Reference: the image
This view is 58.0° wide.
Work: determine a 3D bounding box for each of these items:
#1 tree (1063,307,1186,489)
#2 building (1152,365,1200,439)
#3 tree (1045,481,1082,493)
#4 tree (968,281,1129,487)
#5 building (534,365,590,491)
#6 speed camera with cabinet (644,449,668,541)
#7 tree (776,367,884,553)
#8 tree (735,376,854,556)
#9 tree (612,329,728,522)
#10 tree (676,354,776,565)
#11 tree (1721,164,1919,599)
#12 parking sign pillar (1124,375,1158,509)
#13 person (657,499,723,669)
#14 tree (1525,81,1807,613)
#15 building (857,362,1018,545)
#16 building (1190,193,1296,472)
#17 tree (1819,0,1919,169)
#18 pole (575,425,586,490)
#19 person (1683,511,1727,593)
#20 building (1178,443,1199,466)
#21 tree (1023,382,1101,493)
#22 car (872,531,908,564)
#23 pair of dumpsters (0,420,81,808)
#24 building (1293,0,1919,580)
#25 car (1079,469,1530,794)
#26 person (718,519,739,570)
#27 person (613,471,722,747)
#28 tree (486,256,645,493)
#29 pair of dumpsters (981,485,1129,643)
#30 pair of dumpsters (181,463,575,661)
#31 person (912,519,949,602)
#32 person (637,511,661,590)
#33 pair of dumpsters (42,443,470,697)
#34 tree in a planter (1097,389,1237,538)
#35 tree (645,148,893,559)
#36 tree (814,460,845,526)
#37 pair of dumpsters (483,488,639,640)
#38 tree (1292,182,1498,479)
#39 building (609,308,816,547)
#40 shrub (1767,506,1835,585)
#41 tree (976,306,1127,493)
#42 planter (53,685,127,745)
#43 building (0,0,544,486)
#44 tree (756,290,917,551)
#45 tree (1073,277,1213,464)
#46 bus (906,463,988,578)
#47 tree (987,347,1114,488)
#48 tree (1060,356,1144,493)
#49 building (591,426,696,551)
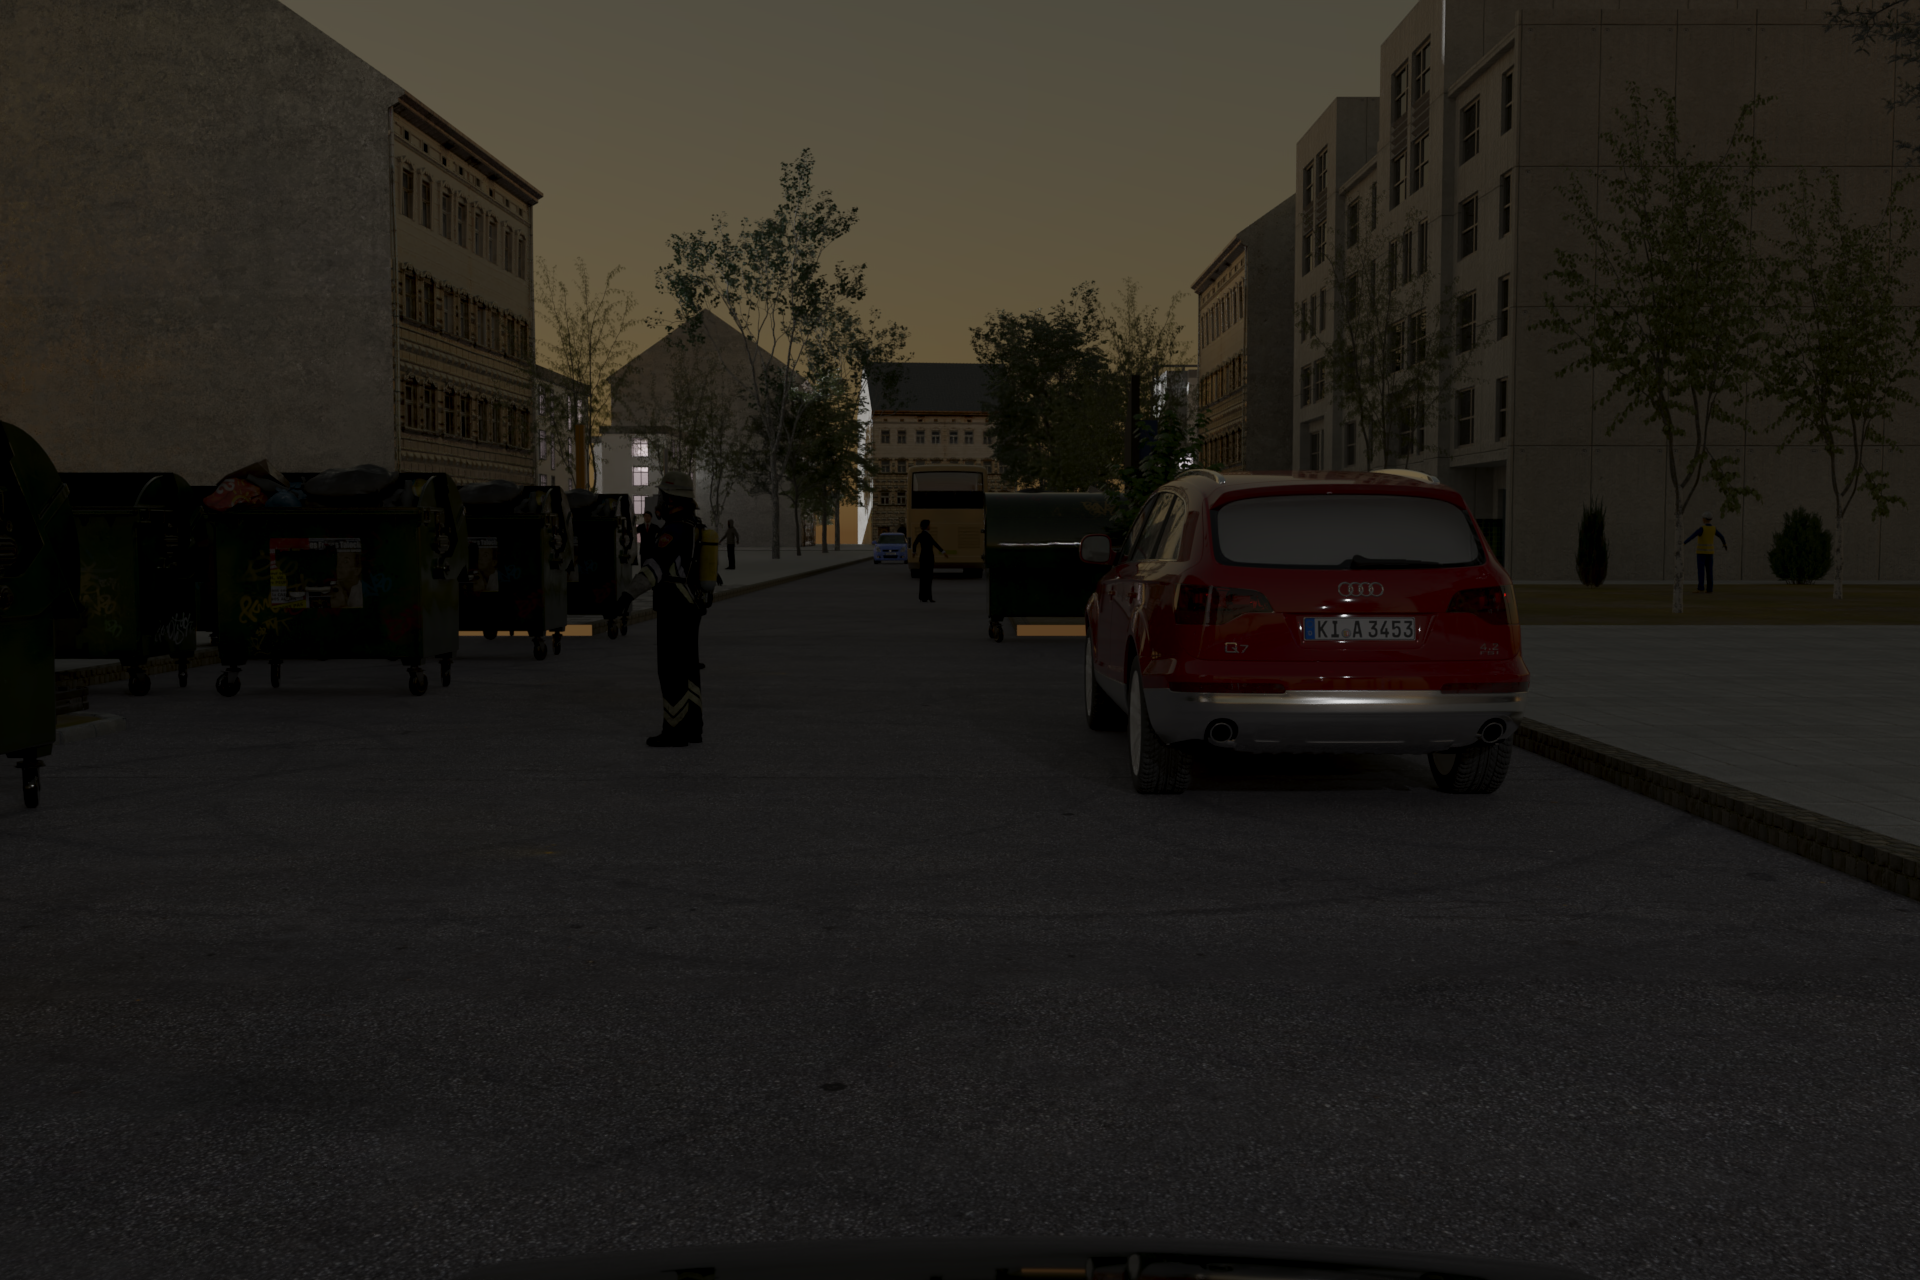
[{"bbox_3d":[5.535,-6.507,56.758,4.737,8.622,4.395,0,3,0],"label":"tree"},{"bbox_3d":[26.007,-20.381,189.652,16.016,20.090,11.380,0,4,0],"label":"building"},{"bbox_3d":[13.703,-17.750,215.972,9.928,11.665,9.643,0,3,0],"label":"tree"},{"bbox_3d":[7.303,-16.706,129.033,12.611,20.169,13.585,0,3,0],"label":"tree"},{"bbox_3d":[-25.450,-9.556,98.387,9.099,9.664,28.070,0,3,0],"label":"building"},{"bbox_3d":[-6.997,-2.850,40.930,0.660,3.252,2.038,0,4,1],"label":"speed camera with cabinet"},{"bbox_3d":[-9.052,-12.173,117.150,7.486,12.596,7.792,0,3,0],"label":"tree"},{"bbox_3d":[-9.863,-10.255,102.075,7.601,10.594,8.767,-1,4,-10],"label":"tree"},{"bbox_3d":[-9.881,-6.821,61.880,4.360,8.622,3.978,0,3,0],"label":"tree"},{"bbox_3d":[-10.255,-7.391,71.203,4.360,8.622,3.978,0,3,0],"label":"tree"},{"bbox_3d":[17.198,-5.112,33.938,4.737,8.622,4.395,0,3,0],"label":"tree"},{"bbox_3d":[3.110,-2.542,30.040,1.447,3.967,1.447,0,4,0],"label":"parking sign pillar"},{"bbox_3d":[-2.916,-0.623,18.412,0.705,1.858,1.354,-2,4,-34],"label":"person"},{"bbox_3d":[11.515,-4.738,27.824,4.737,8.622,4.395,0,3,0],"label":"tree"},{"bbox_3d":[-3.204,-23.686,220.655,18.063,23.208,19.493,-1,4,-8],"label":"building"},{"bbox_3d":[23.734,-16.252,96.654,19.493,23.208,18.063,0,4,0],"label":"building"},{"bbox_3d":[8.436,-6.076,9.705,12.009,13.543,11.850,0,3,0],"label":"tree"},{"bbox_3d":[-7.087,-2.359,32.413,0.158,3.312,0.155,0,3,0],"label":"pole"},{"bbox_3d":[16.115,-1.901,37.550,1.216,1.772,0.721,-1,4,-14],"label":"person"},{"bbox_3d":[23.138,-13.307,159.723,9.099,9.664,28.070,0,4,0],"label":"building"},{"bbox_3d":[5.167,-8.101,82.821,4.737,8.622,4.395,0,3,0],"label":"tree"},{"bbox_3d":[-3.279,-4.547,83.940,1.945,1.707,3.694,0,4,0],"label":"car"},{"bbox_3d":[-6.862,-0.216,8.480,4.436,2.255,1.574,0,4,1],"label":"pair of dumpsters"},{"bbox_3d":[23.563,-12.028,63.119,16.747,18.905,31.486,0,3,0],"label":"building"},{"bbox_3d":[1.952,-0.147,11.078,2.281,1.827,5.304,0,4,0],"label":"car"},{"bbox_3d":[-8.298,-3.451,62.546,0.705,1.813,1.348,-3,4,-38],"label":"person"},{"bbox_3d":[-1.939,-0.217,11.778,0.705,1.856,1.354,1,4,17],"label":"person"},{"bbox_3d":[-9.632,-5.818,45.482,4.360,8.622,3.978,0,3,0],"label":"tree"},{"bbox_3d":[2.496,-1.127,23.379,4.436,2.255,1.574,0,4,-1],"label":"pair of dumpsters"},{"bbox_3d":[-6.792,-0.918,19.968,4.436,2.255,1.574,0,4,0],"label":"pair of dumpsters"},{"bbox_3d":[-0.646,-1.664,36.381,0.721,1.740,1.216,-3,4,-37],"label":"person"},{"bbox_3d":[-7.103,-2.032,39.416,1.347,1.806,0.705,0,4,-5],"label":"person"},{"bbox_3d":[-6.831,-0.655,15.664,4.436,2.255,1.574,0,3,0],"label":"pair of dumpsters"},{"bbox_3d":[2.603,-1.479,21.412,1.991,3.239,1.994,0,4,0],"label":"tree in a planter"},{"bbox_3d":[-9.490,-14.138,87.047,12.611,20.169,13.585,0,3,0],"label":"tree"},{"bbox_3d":[-19.127,-19.208,220.711,9.857,13.997,8.962,0,3,0],"label":"tree"},{"bbox_3d":[-6.757,-1.158,23.889,4.436,2.255,1.574,0,4,0],"label":"pair of dumpsters"},{"bbox_3d":[8.882,-5.286,36.793,4.360,8.622,3.978,0,3,0],"label":"tree"},{"bbox_3d":[-24.845,-21.225,177.959,19.493,23.208,18.063,0,4,-1],"label":"building"},{"bbox_3d":[21.404,-2.426,44.085,1.690,2.028,1.600,0,3,0],"label":"shrub"},{"bbox_3d":[5.689,-11.620,96.640,9.857,13.997,8.962,0,3,0],"label":"tree"},{"bbox_3d":[-7.101,0.547,12.204,1.991,0.319,1.994,0,4,0],"label":"planter"},{"bbox_3d":[-28.429,-14.523,68.387,19.493,23.208,18.063,0,4,1],"label":"building"},{"bbox_3d":[-9.225,-16.850,131.388,12.611,20.169,13.585,0,3,0],"label":"tree"},{"bbox_3d":[5.447,-6.076,49.713,4.360,8.622,3.978,0,3,0],"label":"tree"},{"bbox_3d":[-0.485,-4.143,59.287,2.896,3.916,12.252,0,4,-1],"label":"bus"},{"bbox_3d":[6.180,-12.347,112.244,12.009,13.543,11.850,0,3,0],"label":"tree"},{"bbox_3d":[5.729,-7.461,72.355,4.360,8.622,3.978,0,3,0],"label":"tree"},{"bbox_3d":[-27.009,-12.621,148.498,9.099,9.664,28.070,0,4,1],"label":"building"}]
